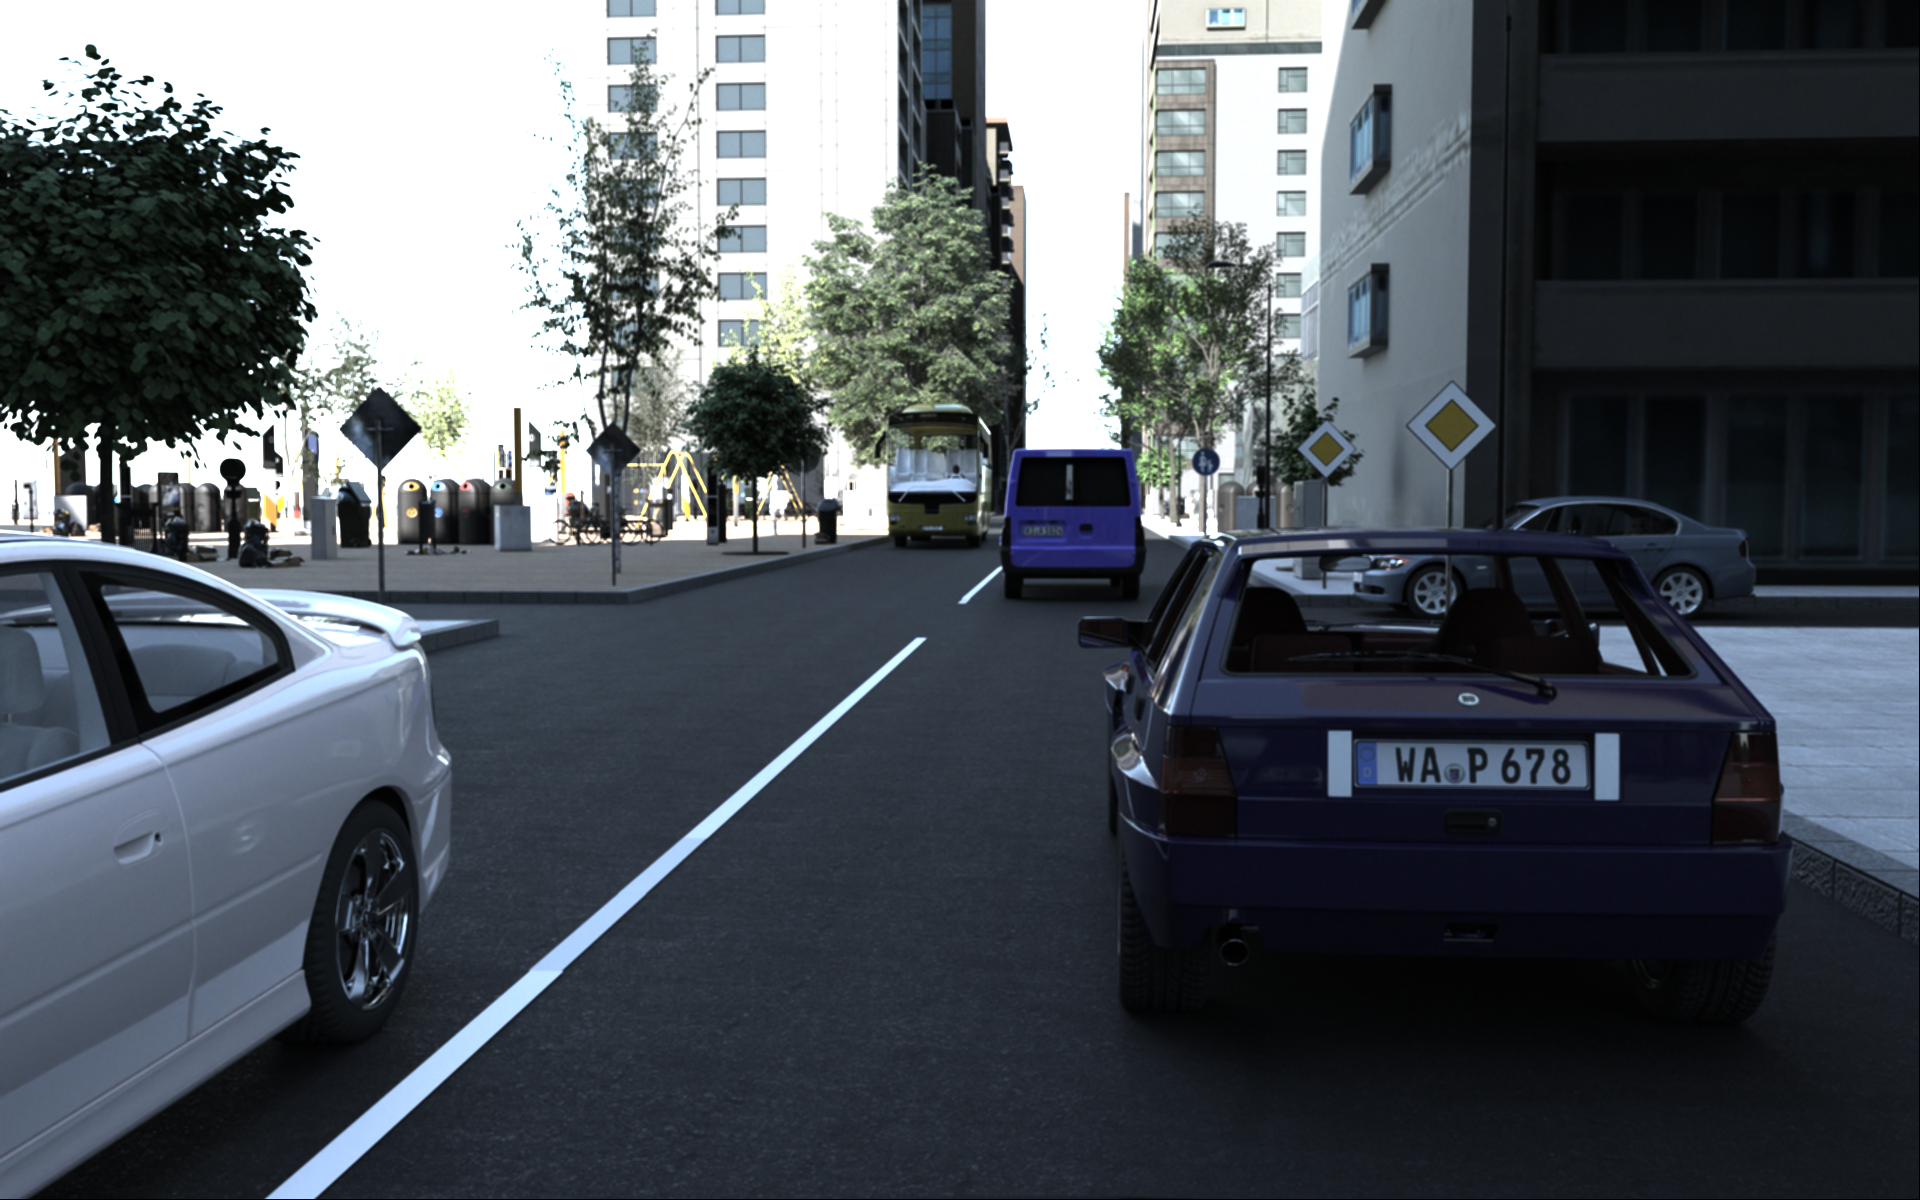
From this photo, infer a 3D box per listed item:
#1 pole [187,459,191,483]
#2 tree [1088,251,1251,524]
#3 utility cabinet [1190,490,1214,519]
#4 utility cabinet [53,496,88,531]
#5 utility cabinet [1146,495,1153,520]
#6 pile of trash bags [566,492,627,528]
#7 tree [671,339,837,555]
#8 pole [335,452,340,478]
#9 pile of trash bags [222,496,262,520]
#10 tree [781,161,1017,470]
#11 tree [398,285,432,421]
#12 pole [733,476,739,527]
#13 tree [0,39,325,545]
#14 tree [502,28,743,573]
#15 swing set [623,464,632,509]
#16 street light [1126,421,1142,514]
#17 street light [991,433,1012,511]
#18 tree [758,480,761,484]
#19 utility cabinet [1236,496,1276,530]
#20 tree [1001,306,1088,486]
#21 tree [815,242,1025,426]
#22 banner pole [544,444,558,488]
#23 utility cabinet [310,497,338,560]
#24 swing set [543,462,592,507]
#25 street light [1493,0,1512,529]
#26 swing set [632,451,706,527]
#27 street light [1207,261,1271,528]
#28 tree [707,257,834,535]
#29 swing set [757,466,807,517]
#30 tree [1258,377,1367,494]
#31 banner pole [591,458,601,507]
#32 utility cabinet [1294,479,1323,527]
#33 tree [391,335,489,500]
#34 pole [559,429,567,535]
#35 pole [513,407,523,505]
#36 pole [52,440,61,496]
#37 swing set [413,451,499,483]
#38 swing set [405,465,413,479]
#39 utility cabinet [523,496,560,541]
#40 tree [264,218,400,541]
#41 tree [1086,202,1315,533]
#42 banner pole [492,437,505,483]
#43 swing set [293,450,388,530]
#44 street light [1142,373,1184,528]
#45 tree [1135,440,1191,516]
[{"bbox_3d":[-42.584,-6.232,95.733,0.158,3.312,0.155,0,3,0],"label":"pole"},{"bbox_3d":[9.122,-9.124,74.932,9.928,11.665,9.643,0,3,0],"label":"tree"},{"bbox_3d":[12.345,-4.866,88.236,1.173,1.500,0.318,2,4,24],"label":"utility cabinet"},{"bbox_3d":[-30.671,-2.970,59.715,1.020,1.237,0.306,-1,4,-23],"label":"utility cabinet"},{"bbox_3d":[9.431,-4.587,86.153,0.306,1.237,1.020,1,4,8],"label":"utility cabinet"},{"bbox_3d":[-14.413,-3.508,67.112,1.912,1.369,3.447,-3,5,-44],"label":"pile of trash bags"},{"bbox_3d":[-4.460,-3.258,36.983,4.285,4.588,4.351,0,3,0],"label":"tree"},{"bbox_3d":[-29.307,-5.365,81.566,0.158,3.312,0.155,0,3,0],"label":"pole"},{"bbox_3d":[-36.563,-4.676,86.198,3.447,1.369,1.912,-2,4,-29],"label":"pile of trash bags"},{"bbox_3d":[-2.222,-9.886,68.286,9.857,13.997,8.962,0,3,0],"label":"tree"},{"bbox_3d":[-19.728,-6.535,57.210,4.360,8.622,3.978,0,3,0],"label":"tree"},{"bbox_3d":[-8.692,-4.482,67.128,0.158,3.312,0.155,0,3,0],"label":"pole"},{"bbox_3d":[-6.250,-1.778,12.780,4.285,4.588,4.351,0,3,0],"label":"tree"},{"bbox_3d":[-5.606,-4.757,28.147,4.360,8.622,3.978,0,3,0],"label":"tree"},{"bbox_3d":[-16.883,-5.736,91.407,3.119,2.851,2.862,1,4,8],"label":"swing set"},{"bbox_3d":[10.231,-7.693,98.328,1.470,5.913,1.316,0,4,4],"label":"street light"},{"bbox_3d":[3.030,-9.704,131.198,1.470,5.913,1.316,0,4,4],"label":"street light"},{"bbox_3d":[-11.192,-8.558,90.290,4.360,8.622,3.978,0,3,0],"label":"tree"},{"bbox_3d":[8.003,-2.184,46.875,1.020,1.237,0.306,2,4,24],"label":"utility cabinet"},{"bbox_3d":[6.209,-19.451,173.914,12.611,20.169,13.585,0,3,0],"label":"tree"},{"bbox_3d":[-1.837,-10.446,81.158,12.009,13.543,11.850,0,3,0],"label":"tree"},{"bbox_3d":[-20.463,-5.901,86.492,0.863,3.779,0.401,-1,4,-22],"label":"banner pole"},{"bbox_3d":[-12.578,-1.414,34.278,0.306,1.237,1.020,0,4,-7],"label":"utility cabinet"},{"bbox_3d":[-19.224,-5.298,84.249,2.862,2.851,3.119,0,4,-6],"label":"swing set"},{"bbox_3d":[4.273,-2.621,15.396,1.470,5.913,1.316,0,4,4],"label":"street light"},{"bbox_3d":[-10.474,-4.116,64.909,2.862,2.851,3.119,0,4,0],"label":"swing set"},{"bbox_3d":[5.630,-3.803,34.714,1.470,5.913,1.316,0,4,4],"label":"street light"},{"bbox_3d":[-5.864,-6.353,54.230,4.737,8.622,4.395,0,3,0],"label":"tree"},{"bbox_3d":[-10.038,-6.005,95.808,2.862,2.851,3.119,-1,4,-12],"label":"swing set"},{"bbox_3d":[5.796,-2.090,28.770,1.663,3.219,1.824,0,3,0],"label":"tree"},{"bbox_3d":[-18.660,-6.032,88.634,0.863,3.779,0.401,2,4,33],"label":"banner pole"},{"bbox_3d":[5.286,-1.084,26.406,0.318,1.500,1.173,0,4,4],"label":"utility cabinet"},{"bbox_3d":[-23.528,-7.895,79.441,4.737,8.622,4.395,0,3,0],"label":"tree"},{"bbox_3d":[-12.496,-3.709,54.489,0.158,3.312,0.155,0,3,0],"label":"pole"},{"bbox_3d":[-10.365,-2.863,40.660,0.158,3.312,0.155,0,3,0],"label":"pole"},{"bbox_3d":[-31.807,-4.107,60.999,0.158,3.312,0.155,0,3,0],"label":"pole"},{"bbox_3d":[-18.235,-4.027,63.457,3.119,2.851,2.862,-1,4,-16],"label":"swing set"},{"bbox_3d":[-28.185,-5.845,93.192,2.862,2.851,3.119,3,5,42],"label":"swing set"},{"bbox_3d":[-11.480,-2.210,47.298,1.020,1.237,0.306,0,4,1],"label":"utility cabinet"},{"bbox_3d":[-17.924,-5.901,46.850,4.360,8.622,3.978,0,3,0],"label":"tree"},{"bbox_3d":[7.710,-7.468,56.515,8.767,10.594,7.601,3,5,41],"label":"tree"},{"bbox_3d":[-20.138,-5.238,75.651,0.401,3.779,0.863,2,4,25],"label":"banner pole"},{"bbox_3d":[-22.258,-3.962,62.392,3.119,2.851,2.862,-1,4,-9],"label":"swing set"},{"bbox_3d":[7.858,-5.733,66.272,1.470,5.913,1.316,0,4,4],"label":"street light"},{"bbox_3d":[12.035,-7.303,103.125,4.285,4.588,4.351,0,3,0],"label":"tree"}]
